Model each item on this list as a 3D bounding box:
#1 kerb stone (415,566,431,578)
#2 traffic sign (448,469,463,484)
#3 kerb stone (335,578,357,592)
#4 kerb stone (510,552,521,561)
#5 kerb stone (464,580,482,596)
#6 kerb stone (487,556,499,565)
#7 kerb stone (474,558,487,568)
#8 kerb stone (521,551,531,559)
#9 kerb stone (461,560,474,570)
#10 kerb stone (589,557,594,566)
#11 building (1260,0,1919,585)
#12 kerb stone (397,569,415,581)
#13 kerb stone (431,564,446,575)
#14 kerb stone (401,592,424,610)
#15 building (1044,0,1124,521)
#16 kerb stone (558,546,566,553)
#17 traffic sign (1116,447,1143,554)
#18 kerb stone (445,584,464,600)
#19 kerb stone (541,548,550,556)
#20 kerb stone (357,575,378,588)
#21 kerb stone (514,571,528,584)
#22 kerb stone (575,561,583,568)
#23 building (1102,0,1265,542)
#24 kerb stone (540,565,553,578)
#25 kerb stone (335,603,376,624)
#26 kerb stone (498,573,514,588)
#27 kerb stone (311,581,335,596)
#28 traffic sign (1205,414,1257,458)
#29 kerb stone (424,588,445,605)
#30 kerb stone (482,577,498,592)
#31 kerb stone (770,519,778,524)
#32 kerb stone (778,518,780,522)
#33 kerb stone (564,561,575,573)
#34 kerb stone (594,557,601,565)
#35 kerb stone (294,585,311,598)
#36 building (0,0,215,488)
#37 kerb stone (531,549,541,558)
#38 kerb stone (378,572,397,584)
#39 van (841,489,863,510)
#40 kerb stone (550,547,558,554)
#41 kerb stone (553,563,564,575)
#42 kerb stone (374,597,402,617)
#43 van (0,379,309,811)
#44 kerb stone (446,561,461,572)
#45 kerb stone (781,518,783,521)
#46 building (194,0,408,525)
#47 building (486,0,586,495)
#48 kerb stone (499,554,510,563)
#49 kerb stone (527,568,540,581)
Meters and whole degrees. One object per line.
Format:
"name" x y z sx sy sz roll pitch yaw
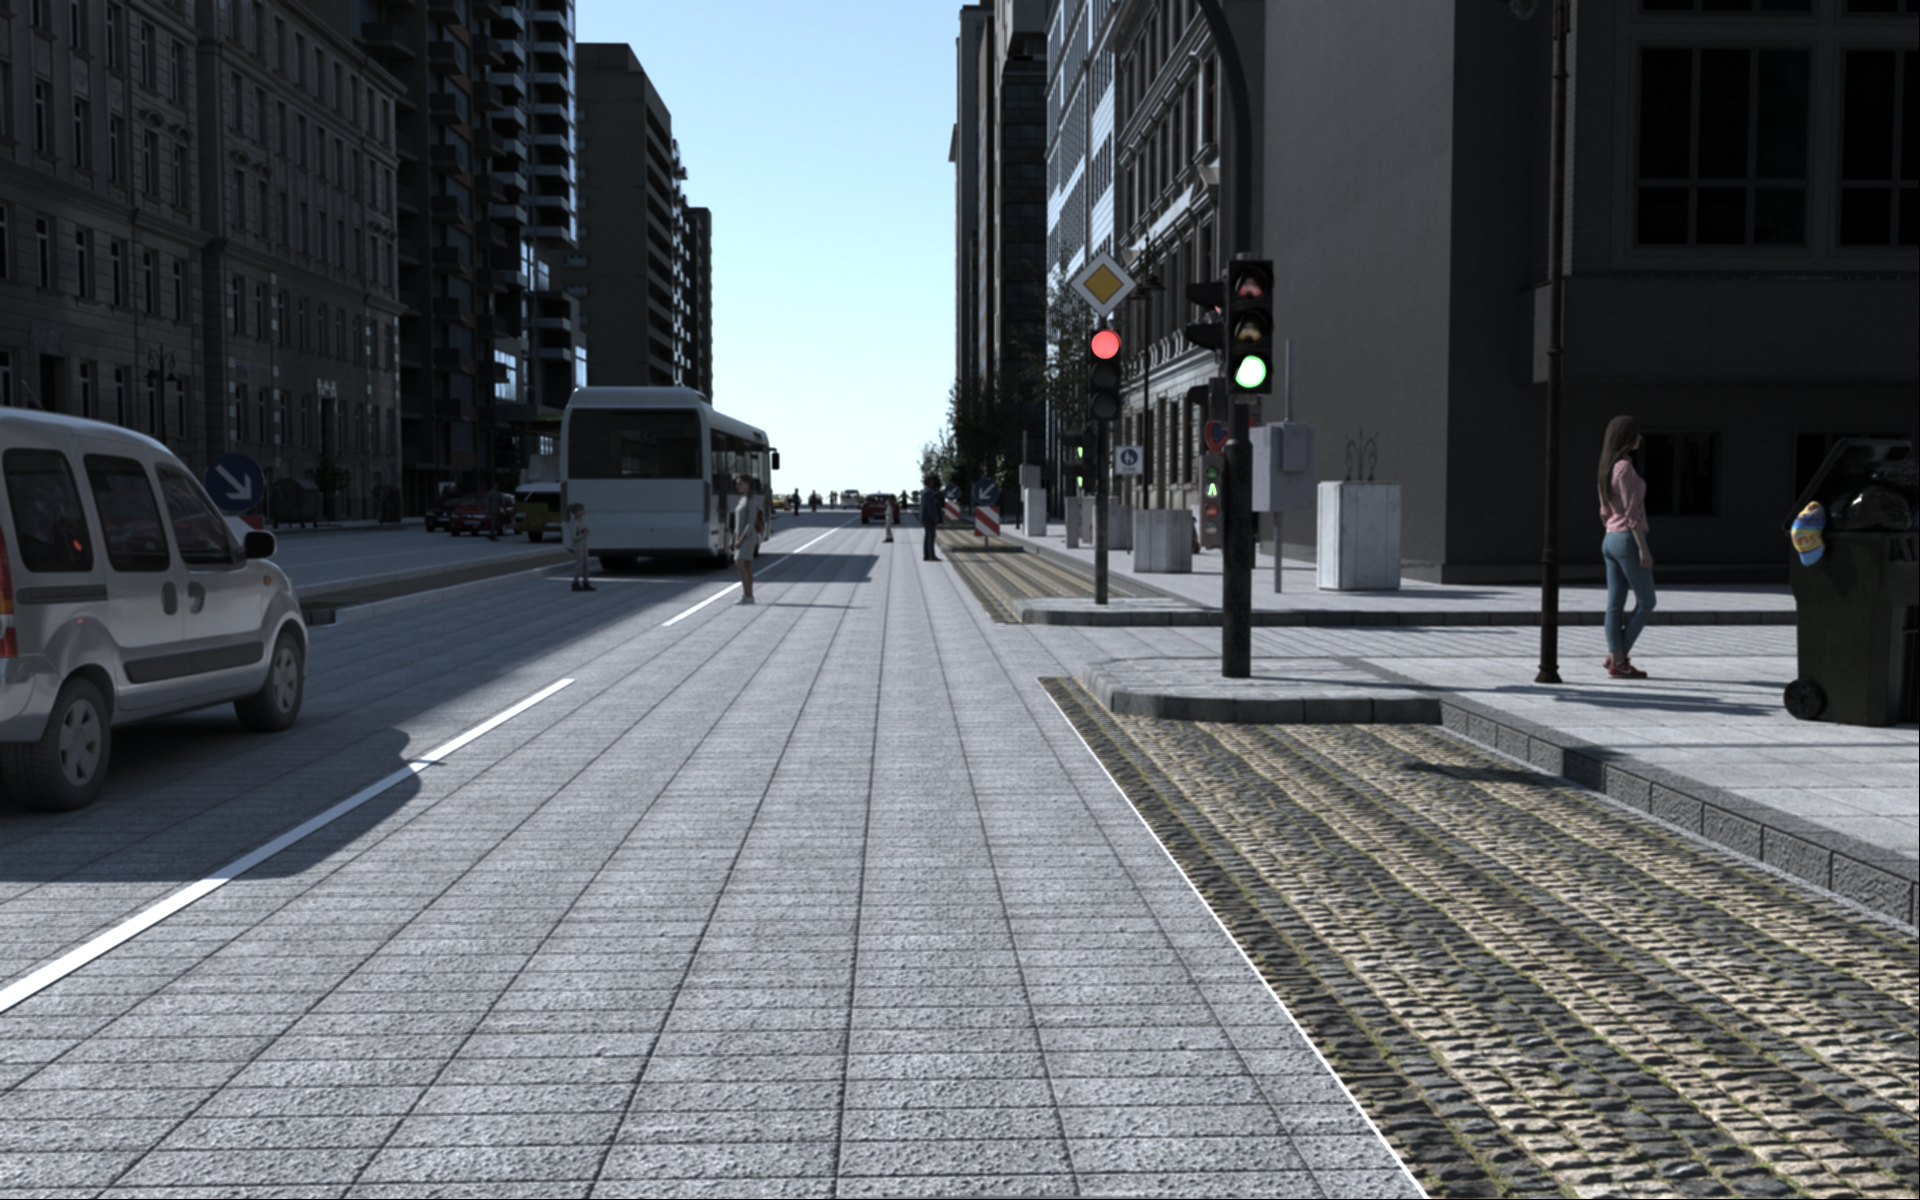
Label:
"kerb stone" -9.327 -0.461 29.739 0.120 0.150 1.000 0 4 -2
"traffic sign" -25.796 -5.410 88.560 0.768 2.556 0.104 0 4 5
"kerb stone" -9.181 -0.211 25.645 0.120 0.150 1.000 0 4 -2
"kerb stone" -9.581 -0.901 36.919 0.120 0.150 1.000 0 4 -2
"kerb stone" -7.044 -0.155 24.737 0.120 0.150 1.000 0 4 -2
"kerb stone" -9.508 -0.775 34.875 0.120 0.150 1.000 0 4 -2
"kerb stone" -9.474 -0.709 33.845 0.120 0.150 1.000 0 4 -2
"kerb stone" -9.612 -0.963 37.940 0.120 0.150 1.000 0 4 -2
"kerb stone" -9.439 -0.650 32.820 0.120 0.150 1.000 0 4 -2
"kerb stone" -7.378 -0.718 33.942 0.120 0.150 1.000 0 4 -2
"building" 18.502 -14.429 29.423 24.014 27.812 14.314 0 4 -2
"kerb stone" -9.286 -0.392 28.718 0.120 0.150 1.000 0 4 -2
"kerb stone" -9.361 -0.524 30.769 0.120 0.150 1.000 0 4 -2
"kerb stone" -6.940 0.032 21.673 0.120 0.150 1.000 0 4 -2
"building" 10.690 -18.535 80.541 11.434 29.767 29.804 0 4 -2
"kerb stone" -9.773 -1.212 42.038 0.120 0.150 1.000 0 4 -2
"traffic sign" 3.578 -2.113 36.680 0.606 2.300 0.079 0 4 7
"kerb stone" -7.008 -0.090 23.716 0.120 0.150 1.000 0 4 -2
"kerb stone" -9.691 -1.085 39.991 0.120 0.150 1.000 0 4 -2
"kerb stone" -9.210 -0.274 26.671 0.120 0.150 1.000 0 4 -2
"kerb stone" -7.152 -0.343 27.802 0.120 0.150 1.000 0 4 -2
"kerb stone" -7.333 -0.656 32.915 0.120 0.150 1.000 0 4 -2
"building" 11.507 -13.406 55.342 11.583 22.565 21.152 0 4 -2
"kerb stone" -7.221 -0.467 29.847 0.120 0.150 1.000 0 4 -2
"kerb stone" -6.856 0.159 19.621 0.120 0.150 1.000 0 4 -2
"kerb stone" -7.110 -0.280 26.780 0.120 0.150 1.000 0 4 -2
"kerb stone" -9.145 -0.146 24.622 0.120 0.150 1.000 0 4 -2
"traffic sign" 3.934 -1.537 25.241 0.768 2.556 0.104 0 3 0
"kerb stone" -6.976 -0.031 22.695 0.120 0.150 1.000 0 4 -2
"kerb stone" -7.083 -0.218 25.758 0.120 0.150 1.000 0 4 -2
"kerb stone" -9.251 -3.906 86.169 0.120 0.150 1.000 0 4 -2
"kerb stone" -9.283 -3.973 87.190 0.120 0.150 1.000 0 4 -2
"kerb stone" -7.293 -0.591 31.894 0.120 0.150 1.000 0 4 -2
"kerb stone" -7.401 -0.777 34.968 0.120 0.150 1.000 0 4 -2
"kerb stone" -9.104 -0.085 23.592 0.120 0.150 1.000 0 4 -2
"building" -34.090 -15.680 53.624 12.463 27.353 25.104 0 4 -2
"kerb stone" -9.657 -1.025 38.968 0.120 0.150 1.000 0 4 -2
"kerb stone" -9.252 -0.332 27.692 0.120 0.150 1.000 0 4 -2
"van" -9.922 -9.287 158.853 2.013 2.044 4.112 0 4 -2
"kerb stone" -9.730 -1.151 41.015 0.120 0.150 1.000 0 4 -2
"kerb stone" -7.265 -0.529 30.873 0.120 0.150 1.000 0 4 -2
"kerb stone" -6.893 0.098 20.651 0.120 0.150 1.000 0 4 -2
"van" -4.848 -0.132 9.164 2.013 2.044 4.112 0 4 -2
"kerb stone" -9.397 -0.586 31.795 0.120 0.150 1.000 0 4 -2
"kerb stone" -9.361 -4.100 89.249 0.120 0.150 1.000 0 4 -2
"building" -34.659 -17.212 78.677 12.463 27.353 25.104 0 4 -2
"building" -41.931 -50.402 136.739 22.319 86.520 31.000 0 4 -2
"kerb stone" -9.544 -0.834 35.898 0.120 0.150 1.000 0 4 -2
"kerb stone" -7.190 -0.405 28.825 0.120 0.150 1.000 0 4 -2
